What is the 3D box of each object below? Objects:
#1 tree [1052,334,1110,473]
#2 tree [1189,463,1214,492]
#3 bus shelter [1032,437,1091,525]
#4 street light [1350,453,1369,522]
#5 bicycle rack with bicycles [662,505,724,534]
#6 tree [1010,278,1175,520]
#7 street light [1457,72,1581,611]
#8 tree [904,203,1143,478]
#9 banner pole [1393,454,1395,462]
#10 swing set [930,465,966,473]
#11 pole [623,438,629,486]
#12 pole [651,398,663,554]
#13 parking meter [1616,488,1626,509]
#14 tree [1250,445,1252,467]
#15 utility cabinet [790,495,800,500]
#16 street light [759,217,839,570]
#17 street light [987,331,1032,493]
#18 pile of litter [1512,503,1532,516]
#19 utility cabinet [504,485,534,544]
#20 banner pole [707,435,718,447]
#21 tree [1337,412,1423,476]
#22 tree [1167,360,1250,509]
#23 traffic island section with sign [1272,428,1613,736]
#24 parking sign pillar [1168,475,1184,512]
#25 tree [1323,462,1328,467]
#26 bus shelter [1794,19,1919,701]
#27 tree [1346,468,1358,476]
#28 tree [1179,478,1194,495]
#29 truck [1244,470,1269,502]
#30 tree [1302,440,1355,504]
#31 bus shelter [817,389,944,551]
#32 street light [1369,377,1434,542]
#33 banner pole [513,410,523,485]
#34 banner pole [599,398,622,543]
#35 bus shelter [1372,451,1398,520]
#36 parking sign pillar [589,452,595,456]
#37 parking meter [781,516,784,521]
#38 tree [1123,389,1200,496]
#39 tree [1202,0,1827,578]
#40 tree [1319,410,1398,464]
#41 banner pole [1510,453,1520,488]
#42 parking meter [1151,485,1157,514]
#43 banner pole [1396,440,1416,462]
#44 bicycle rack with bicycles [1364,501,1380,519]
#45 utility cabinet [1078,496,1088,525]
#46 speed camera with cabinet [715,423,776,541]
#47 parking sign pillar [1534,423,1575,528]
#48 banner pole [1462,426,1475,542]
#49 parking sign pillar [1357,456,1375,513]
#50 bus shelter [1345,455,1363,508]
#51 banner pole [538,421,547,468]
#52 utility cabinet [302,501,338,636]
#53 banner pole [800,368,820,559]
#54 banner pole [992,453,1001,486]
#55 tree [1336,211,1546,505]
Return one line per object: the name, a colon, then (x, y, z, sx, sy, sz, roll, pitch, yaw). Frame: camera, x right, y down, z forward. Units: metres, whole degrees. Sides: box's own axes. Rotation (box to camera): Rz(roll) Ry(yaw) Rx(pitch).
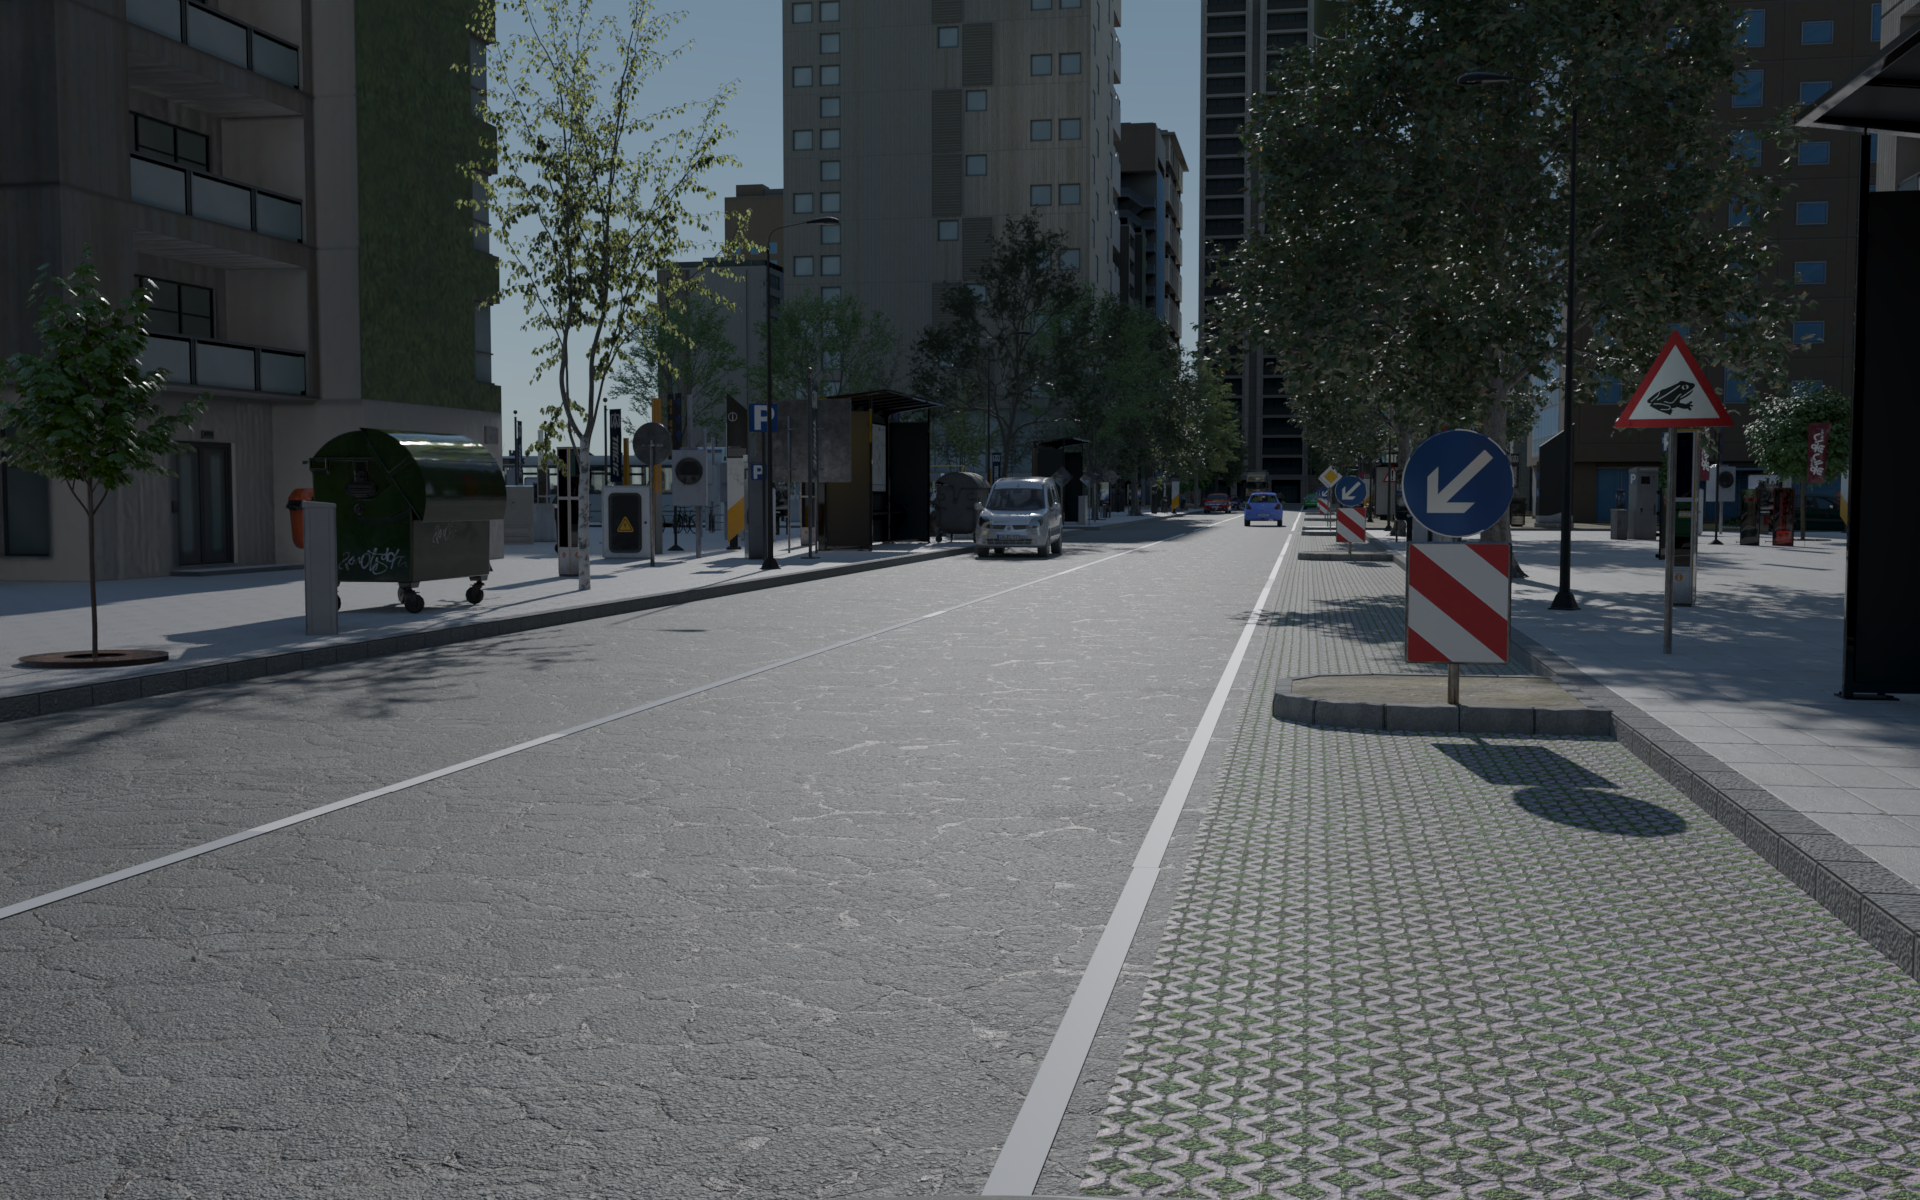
tree: (10.180, -11.287, 101.557, 9.611, 12.733, 9.660, 0, 3, 0)
tree: (21.756, -10.770, 159.797, 4.285, 4.588, 4.351, 0, 3, 0)
bus shelter: (4.376, -5.066, 74.108, 1.731, 3.624, 6.357, 1, 4, 11)
street light: (14.258, -5.329, 59.675, 1.470, 5.913, 1.316, 1, 4, 11)
bicycle rack with bicycles: (-8.813, -2.660, 56.865, 2.852, 0.926, 2.925, -1, 4, -21)
tree: (6.468, -9.731, 84.862, 9.928, 11.665, 9.643, 0, 3, 0)
street light: (6.180, -2.851, 19.163, 1.470, 5.913, 1.316, 1, 4, 11)
tree: (1.542, -7.425, 55.804, 7.601, 10.594, 8.767, 3, 5, 40)
banner pole: (25.257, -6.737, 100.175, 0.863, 3.779, 0.401, -1, 4, -22)
swing set: (-0.961, -5.948, 94.874, 3.119, 2.851, 2.862, 1, 4, 23)
pole: (-12.116, -4.226, 62.932, 0.158, 3.312, 0.155, 0, 3, 0)
pole: (-6.449, -2.631, 36.864, 0.158, 3.312, 0.155, 0, 3, 0)
parking meter: (27.767, -3.939, 72.816, 0.372, 1.533, 0.369, 0, 3, 0)
tree: (27.435, -16.468, 187.380, 7.486, 12.596, 7.792, 0, 3, 0)
utility cabinet: (-11.228, -6.475, 117.028, 1.020, 1.237, 0.306, 1, 4, 22)
street light: (-2.711, -3.472, 29.300, 1.470, 5.913, 1.316, 1, 4, 11)
street light: (1.346, -4.708, 49.509, 1.470, 5.913, 1.316, 1, 4, 11)
pile of litter: (32.450, -5.246, 99.744, 1.719, 0.858, 1.176, 3, 4, 36)
utility cabinet: (-11.493, -2.174, 44.229, 1.173, 1.500, 0.318, -1, 4, -9)
banner pole: (-10.551, -5.139, 74.038, 0.863, 3.779, 0.401, 3, 5, 42)
tree: (19.012, -7.535, 73.553, 4.360, 8.622, 3.978, 0, 3, 0)
tree: (20.088, -13.966, 146.478, 7.486, 12.596, 7.792, 0, 3, 0)
traffic island section with sign: (3.065, -0.163, 11.296, 1.989, 1.847, 2.006, 1, 4, 11)
parking sign pillar: (15.835, -8.532, 127.976, 1.447, 3.967, 1.447, 1, 4, 14)
tree: (24.321, -9.366, 103.494, 4.737, 8.622, 4.395, 0, 3, 0)
bus shelter: (5.432, -1.006, 7.726, 1.731, 3.624, 6.357, 1, 4, 11)
tree: (29.006, -8.158, 127.981, 1.663, 3.219, 1.824, 0, 3, 0)
tree: (17.639, -8.806, 138.587, 1.663, 3.219, 1.824, 0, 3, 0)
truck: (35.183, -13.221, 205.070, 2.839, 4.237, 11.283, 1, 4, 11)
tree: (46.500, -18.263, 216.721, 7.486, 12.596, 7.792, 0, 3, 0)
bus shelter: (-1.864, -3.101, 41.991, 1.731, 3.624, 6.357, 1, 4, 12)
street light: (10.196, -4.093, 39.467, 1.470, 5.913, 1.316, 1, 4, 11)
banner pole: (-13.224, -3.785, 51.901, 0.401, 3.779, 0.863, 0, 4, 3)
banner pole: (-9.014, -3.353, 44.846, 0.863, 3.779, 0.401, 3, 5, 39)
bus shelter: (20.910, -5.479, 83.500, 2.014, 3.302, 5.546, 1, 4, 11)
parking sign pillar: (-22.005, -7.129, 105.039, 1.447, 3.967, 1.447, -1, 4, -12)
parking meter: (-8.222, -4.455, 81.243, 0.372, 1.533, 0.369, 0, 3, 0)
tree: (14.231, -10.298, 118.736, 4.360, 8.622, 3.978, 0, 3, 0)
tree: (8.179, -6.699, 26.530, 9.611, 12.733, 9.660, 0, 3, 0)
tree: (26.036, -10.804, 111.058, 7.601, 10.594, 8.767, 2, 4, 26)
banner pole: (29.844, -6.345, 93.752, 0.863, 3.779, 0.401, 1, 4, 11)
parking meter: (12.796, -6.627, 114.067, 0.255, 1.863, 0.399, 2, 4, 35)
banner pole: (15.248, -4.200, 58.683, 0.401, 3.779, 0.863, -1, 4, -21)
bicycle rack with bicycles: (21.710, -4.709, 90.379, 2.852, 0.926, 2.925, 0, 4, -1)
utility cabinet: (5.092, -3.711, 71.833, 0.306, 1.237, 1.020, 1, 4, 10)
speed camera with cabinet: (-5.873, -3.274, 47.874, 0.660, 3.252, 2.038, -3, 5, -39)
parking sign pillar: (22.714, -4.749, 66.114, 1.447, 3.967, 1.447, 0, 4, 1)
banner pole: (13.676, -3.463, 46.634, 0.863, 3.779, 0.401, -1, 4, -19)
parking sign pillar: (28.079, -8.016, 119.532, 1.447, 3.967, 1.447, 1, 4, 20)
bus shelter: (31.008, -9.623, 134.974, 2.179, 5.291, 8.768, 1, 4, 11)
banner pole: (-14.267, -4.237, 59.285, 0.401, 3.779, 0.863, -3, 4, -38)
utility cabinet: (-5.969, -0.307, 16.187, 0.306, 1.237, 1.020, -1, 4, -21)
banner pole: (-2.941, -2.729, 34.635, 0.401, 3.779, 0.863, 1, 4, 10)
banner pole: (1.775, -6.227, 91.834, 0.863, 3.779, 0.401, 1, 4, 14)
tree: (12.268, -5.648, 42.709, 4.737, 8.622, 4.395, 0, 3, 0)
